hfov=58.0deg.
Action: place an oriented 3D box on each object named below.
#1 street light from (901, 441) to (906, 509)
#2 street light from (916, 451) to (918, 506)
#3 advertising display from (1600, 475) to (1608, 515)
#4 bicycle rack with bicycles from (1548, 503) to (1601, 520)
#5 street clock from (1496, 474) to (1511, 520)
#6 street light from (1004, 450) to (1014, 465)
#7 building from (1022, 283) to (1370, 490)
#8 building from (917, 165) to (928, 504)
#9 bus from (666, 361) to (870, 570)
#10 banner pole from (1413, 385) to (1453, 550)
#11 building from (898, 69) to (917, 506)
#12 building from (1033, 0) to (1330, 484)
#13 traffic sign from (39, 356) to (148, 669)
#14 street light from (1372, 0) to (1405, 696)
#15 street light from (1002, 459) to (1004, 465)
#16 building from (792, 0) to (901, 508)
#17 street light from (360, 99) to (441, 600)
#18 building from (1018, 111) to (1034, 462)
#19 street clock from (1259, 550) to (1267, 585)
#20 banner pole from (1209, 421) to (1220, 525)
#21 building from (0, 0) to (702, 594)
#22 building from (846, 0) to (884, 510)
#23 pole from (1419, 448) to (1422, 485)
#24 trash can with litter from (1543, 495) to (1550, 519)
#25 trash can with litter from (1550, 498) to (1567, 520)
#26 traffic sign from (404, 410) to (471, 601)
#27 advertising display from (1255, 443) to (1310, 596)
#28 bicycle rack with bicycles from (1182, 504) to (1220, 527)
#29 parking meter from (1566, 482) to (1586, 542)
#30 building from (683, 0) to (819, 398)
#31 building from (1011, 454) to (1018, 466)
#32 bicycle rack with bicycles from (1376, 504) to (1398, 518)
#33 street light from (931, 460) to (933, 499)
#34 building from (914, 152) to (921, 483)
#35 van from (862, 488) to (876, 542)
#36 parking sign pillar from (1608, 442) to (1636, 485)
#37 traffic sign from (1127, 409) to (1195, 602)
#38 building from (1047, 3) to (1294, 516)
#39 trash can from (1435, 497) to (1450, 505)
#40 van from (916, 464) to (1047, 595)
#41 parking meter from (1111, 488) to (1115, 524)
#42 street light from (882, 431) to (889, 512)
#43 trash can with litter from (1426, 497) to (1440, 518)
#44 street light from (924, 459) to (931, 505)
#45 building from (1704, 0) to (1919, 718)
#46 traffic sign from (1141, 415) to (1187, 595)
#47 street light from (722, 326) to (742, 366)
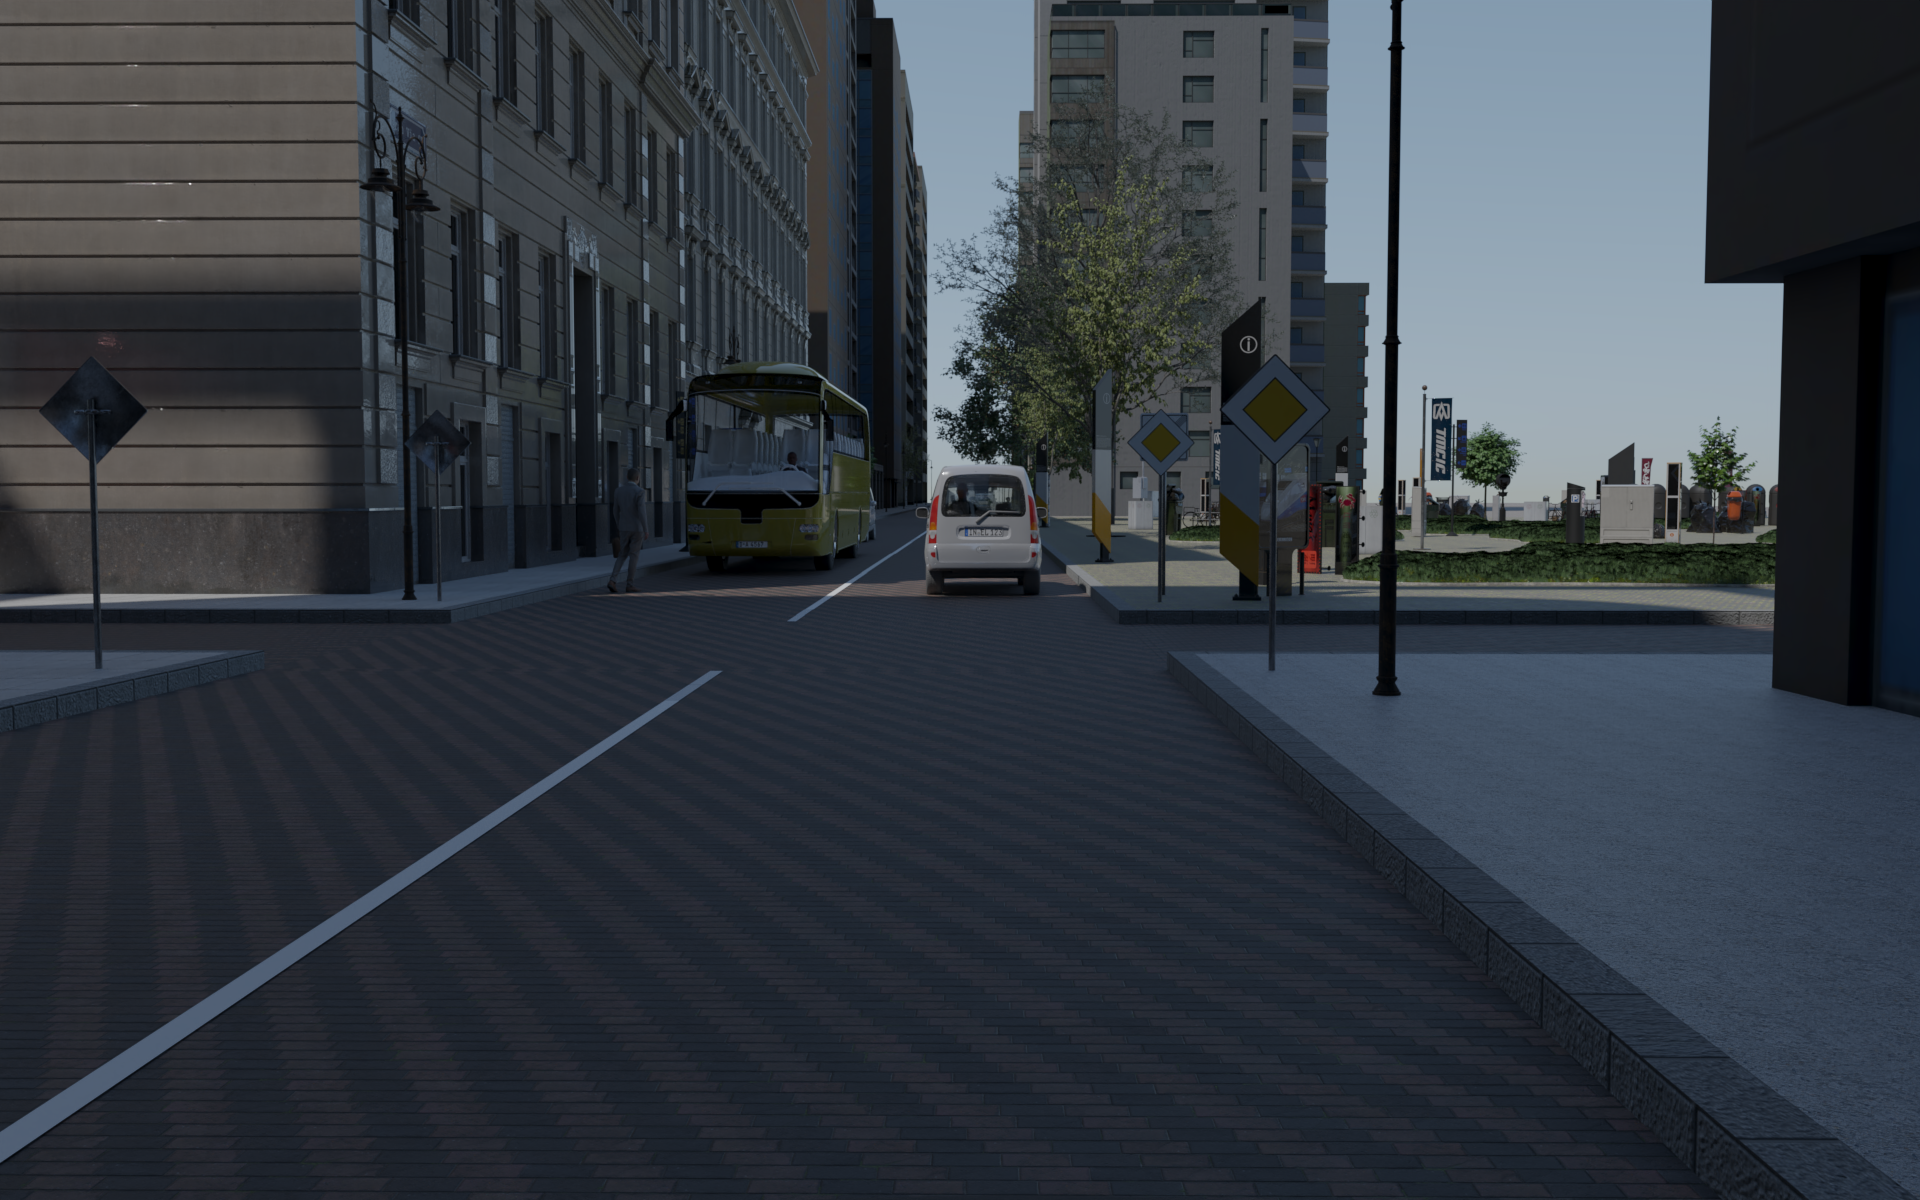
[{"bbox_3d":[-4.927,-10.940,151.652,0.468,5.910,1.993,0,4,1],"label":"street light"},{"bbox_3d":[-4.508,-12.716,180.695,0.468,5.910,1.993,0,4,1],"label":"street light"},{"bbox_3d":[21.803,-3.268,58.653,0.123,1.923,0.974,1,4,13],"label":"advertising display"},{"bbox_3d":[25.749,-3.609,72.388,2.925,0.926,2.852,-3,5,-40],"label":"bicycle rack with bicycles"},{"bbox_3d":[19.357,-3.498,61.764,0.471,2.002,0.358,-1,4,-11],"label":"street clock"},{"bbox_3d":[4.834,-12.173,171.816,0.468,5.910,1.993,0,4,1],"label":"street light"},{"bbox_3d":[19.765,-19.038,156.317,27.650,21.520,28.899,0,4,1],"label":"building"},{"bbox_3d":[-15.554,-37.859,242.695,21.300,48.544,21.600,0,4,1],"label":"building"},{"bbox_3d":[-3.522,-2.708,35.818,2.896,3.916,12.252,0,4,1],"label":"bus"},{"bbox_3d":[10.871,-3.042,39.750,0.863,3.779,0.401,2,4,26],"label":"banner pole"},{"bbox_3d":[-16.153,-34.670,190.553,21.300,48.544,21.600,0,4,1],"label":"building"},{"bbox_3d":[15.867,-35.746,126.452,21.231,58.520,28.212,0,4,1],"label":"building"},{"bbox_3d":[-6.328,-0.552,12.669,0.795,2.450,0.064,0,4,1],"label":"traffic sign"},{"bbox_3d":[2.728,-2.331,10.899,0.468,5.910,1.993,0,4,1],"label":"street light"},{"bbox_3d":[5.149,-13.918,200.349,0.468,5.910,1.993,0,4,1],"label":"street light"},{"bbox_3d":[-12.726,-31.276,161.469,14.600,45.320,14.200,0,4,1],"label":"building"},{"bbox_3d":[-6.679,-2.938,20.830,0.468,5.910,1.993,0,4,1],"label":"street light"},{"bbox_3d":[13.279,-30.847,187.947,14.154,41.232,14.086,0,4,1],"label":"building"},{"bbox_3d":[4.322,-1.213,24.407,0.358,2.002,0.471,-1,4,-18],"label":"street clock"},{"bbox_3d":[8.646,-4.208,58.824,0.401,3.779,0.863,-2,4,-31],"label":"banner pole"},{"bbox_3d":[-13.025,-14.449,33.498,12.463,27.353,25.104,0,4,1],"label":"building"},{"bbox_3d":[-16.895,-43.121,143.282,20.563,71.187,20.611,0,4,1],"label":"building"},{"bbox_3d":[20.580,-5.102,77.257,0.158,3.312,0.155,0,3,0],"label":"pole"},{"bbox_3d":[30.036,-4.731,88.416,1.678,1.210,2.233,-1,4,-13],"label":"trash can with litter"},{"bbox_3d":[28.694,-4.358,82.633,1.055,1.170,0.624,3,5,43],"label":"trash can with litter"},{"bbox_3d":[-6.222,-1.040,20.653,0.795,2.450,0.064,0,4,1],"label":"traffic sign"},{"bbox_3d":[4.019,-1.011,21.752,0.974,1.923,0.123,-3,4,-37],"label":"advertising display"},{"bbox_3d":[9.647,-3.116,64.326,2.925,0.926,2.852,2,4,25],"label":"bicycle rack with bicycles"},{"bbox_3d":[12.995,-1.722,36.567,0.372,1.533,0.369,0,3,0],"label":"parking meter"},{"bbox_3d":[-15.824,-17.835,68.014,17.030,29.872,44.131,0,4,1],"label":"building"},{"bbox_3d":[20.264,-22.316,209.912,27.650,21.520,28.899,0,4,1],"label":"building"},{"bbox_3d":[14.983,-3.170,65.208,2.925,0.926,2.852,-2,4,-26],"label":"bicycle rack with bicycles"},{"bbox_3d":[-3.861,-16.069,235.520,0.468,5.910,1.993,0,4,1],"label":"street light"},{"bbox_3d":[-16.214,-34.381,216.752,22.147,44.769,28.867,0,4,1],"label":"building"},{"bbox_3d":[-3.521,-2.814,53.028,2.013,2.044,4.112,0,4,2],"label":"van"},{"bbox_3d":[34.638,-6.251,90.684,1.447,3.967,1.447,3,4,37],"label":"parking sign pillar"},{"bbox_3d":[2.371,-1.032,20.520,0.795,2.450,0.064,0,4,1],"label":"traffic sign"},{"bbox_3d":[12.266,-20.461,106.233,14.160,30.474,14.107,0,4,1],"label":"building"},{"bbox_3d":[23.467,-4.438,84.208,0.748,1.137,0.748,0,3,0],"label":"trash can"},{"bbox_3d":[0.330,-1.163,26.023,2.013,2.044,4.112,0,3,0],"label":"van"},{"bbox_3d":[6.369,-3.968,73.291,0.372,1.533,0.369,0,3,0],"label":"parking meter"},{"bbox_3d":[-5.298,-9.269,124.336,0.468,5.910,1.993,0,4,1],"label":"street light"},{"bbox_3d":[19.139,-3.538,69.241,1.055,1.170,0.624,1,4,16],"label":"trash can with litter"},{"bbox_3d":[-4.097,-14.390,208.064,0.468,5.910,1.993,0,4,1],"label":"street light"},{"bbox_3d":[11.838,-21.603,3.316,14.600,45.320,14.200,0,4,1],"label":"building"},{"bbox_3d":[2.582,-1.213,21.955,0.606,2.300,0.079,0,4,7],"label":"traffic sign"},{"bbox_3d":[-6.213,-4.587,47.784,0.468,5.910,1.993,0,4,1],"label":"street light"}]
